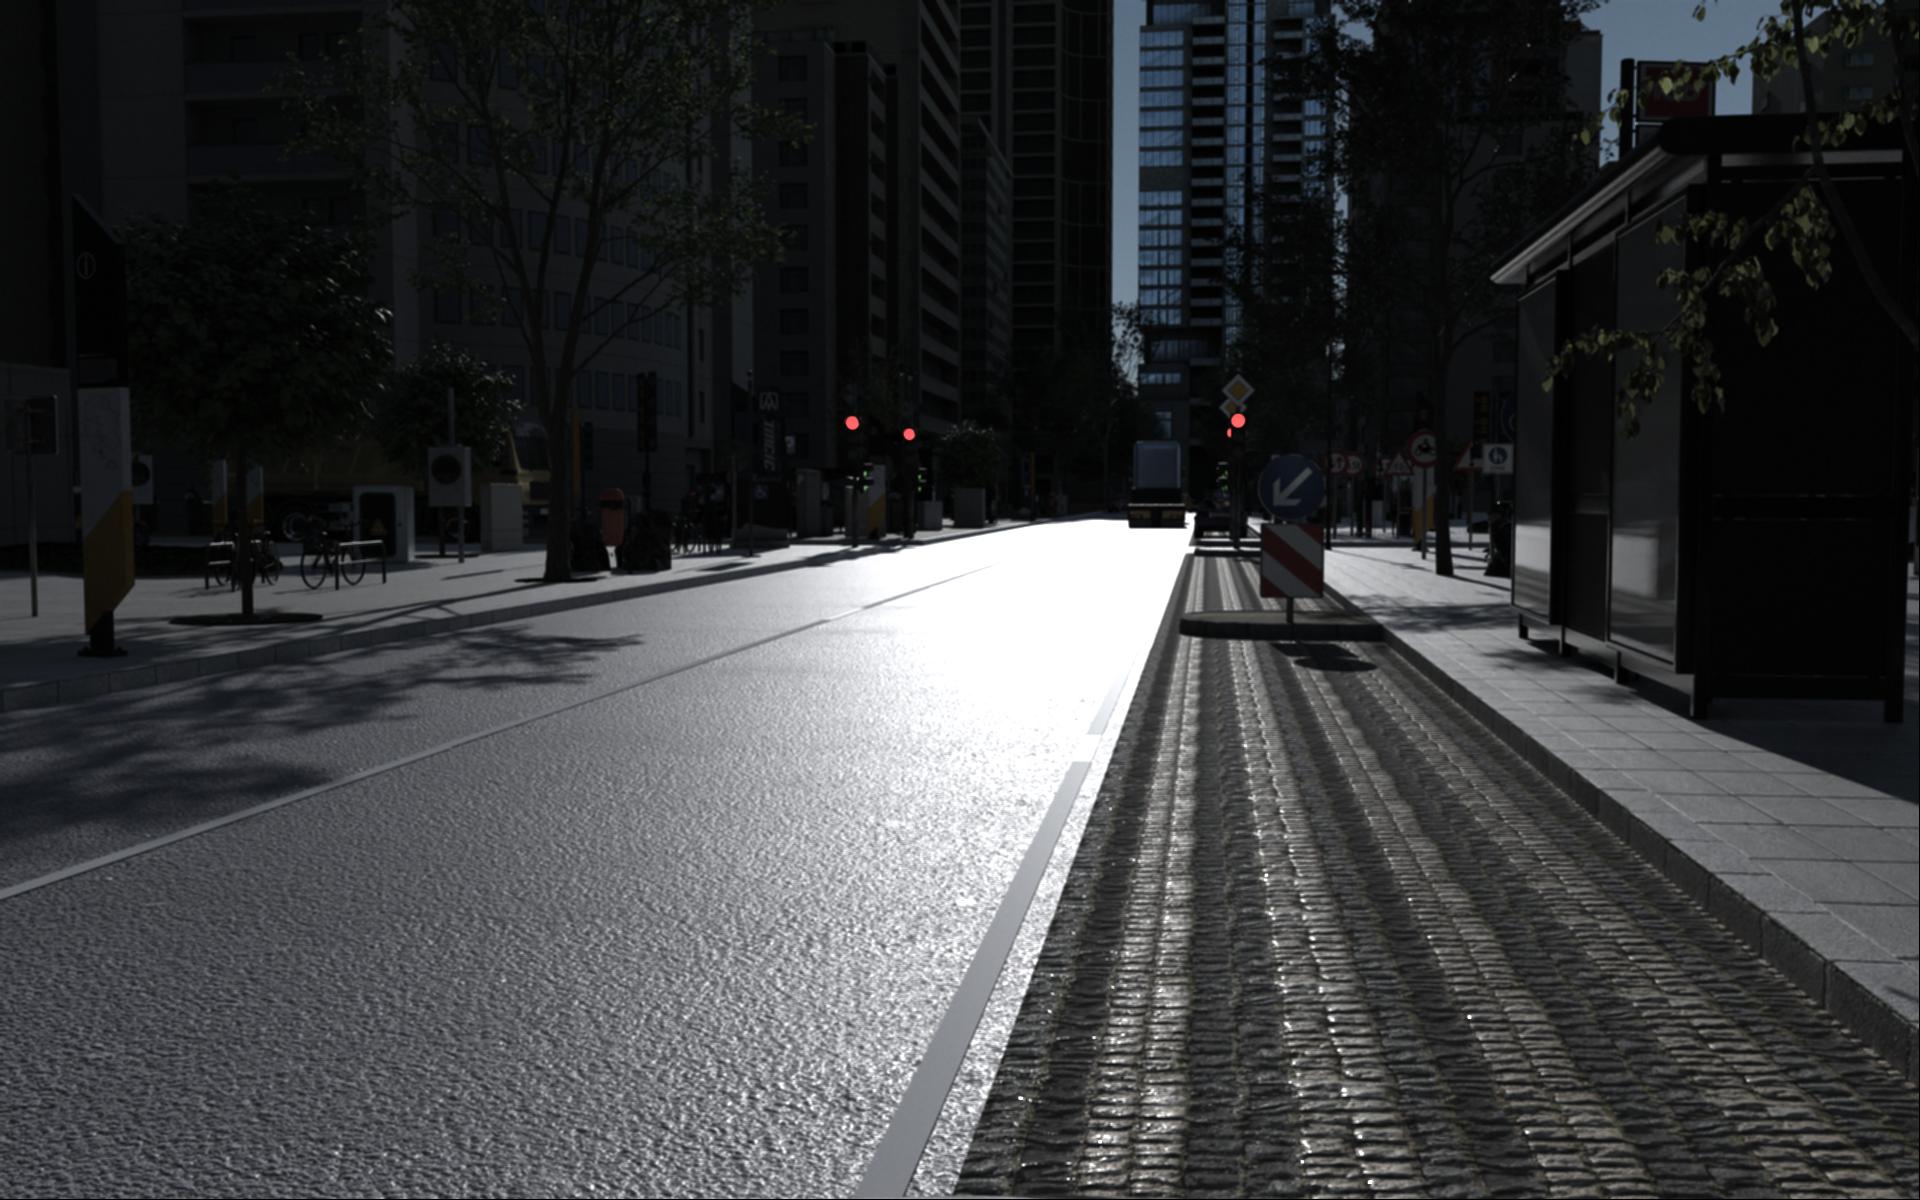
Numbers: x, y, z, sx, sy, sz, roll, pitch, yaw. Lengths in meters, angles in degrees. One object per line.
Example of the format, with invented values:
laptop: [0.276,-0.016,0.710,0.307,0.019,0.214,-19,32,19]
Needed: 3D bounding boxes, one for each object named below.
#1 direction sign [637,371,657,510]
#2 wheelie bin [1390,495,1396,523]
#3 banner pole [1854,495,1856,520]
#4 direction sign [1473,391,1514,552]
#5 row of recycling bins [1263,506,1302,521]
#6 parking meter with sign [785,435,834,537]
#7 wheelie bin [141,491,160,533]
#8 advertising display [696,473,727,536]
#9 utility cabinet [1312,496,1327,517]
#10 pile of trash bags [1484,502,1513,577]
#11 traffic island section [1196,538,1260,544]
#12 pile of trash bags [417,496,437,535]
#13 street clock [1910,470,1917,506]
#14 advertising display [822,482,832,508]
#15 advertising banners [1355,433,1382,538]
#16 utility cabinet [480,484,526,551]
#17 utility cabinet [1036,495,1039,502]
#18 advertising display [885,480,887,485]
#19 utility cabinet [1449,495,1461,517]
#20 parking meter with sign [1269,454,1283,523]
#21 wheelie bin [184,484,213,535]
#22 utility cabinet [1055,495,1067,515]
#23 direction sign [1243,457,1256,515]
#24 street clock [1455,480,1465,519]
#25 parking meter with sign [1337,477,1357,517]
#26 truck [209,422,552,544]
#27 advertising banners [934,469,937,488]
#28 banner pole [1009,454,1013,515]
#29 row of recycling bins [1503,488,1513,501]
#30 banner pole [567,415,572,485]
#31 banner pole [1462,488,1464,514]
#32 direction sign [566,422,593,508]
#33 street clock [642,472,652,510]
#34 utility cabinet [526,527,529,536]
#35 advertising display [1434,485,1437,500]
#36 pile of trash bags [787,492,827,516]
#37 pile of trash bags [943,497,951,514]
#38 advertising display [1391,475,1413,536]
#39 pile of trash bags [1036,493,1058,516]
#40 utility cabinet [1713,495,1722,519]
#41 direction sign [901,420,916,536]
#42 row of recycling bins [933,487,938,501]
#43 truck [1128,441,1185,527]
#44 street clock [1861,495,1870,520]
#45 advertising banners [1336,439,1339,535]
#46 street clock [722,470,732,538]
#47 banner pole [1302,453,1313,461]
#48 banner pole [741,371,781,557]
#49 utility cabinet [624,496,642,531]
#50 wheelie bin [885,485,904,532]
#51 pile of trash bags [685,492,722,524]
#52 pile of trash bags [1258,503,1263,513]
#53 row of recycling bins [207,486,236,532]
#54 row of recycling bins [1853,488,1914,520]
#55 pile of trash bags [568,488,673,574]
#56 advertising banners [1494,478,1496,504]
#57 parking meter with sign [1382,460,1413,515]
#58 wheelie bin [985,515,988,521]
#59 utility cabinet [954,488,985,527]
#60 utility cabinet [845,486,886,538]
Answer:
direction sign: [-5.829,-2.466,32.310,0.379,3.537,0.876,-2,4,-32]
wheelie bin: [19.293,-4.155,75.838,0.980,1.594,0.693,2,4,31]
banner pole: [24.721,-3.548,48.031,0.863,3.779,0.401,-2,4,-25]
direction sign: [11.737,-2.823,38.152,0.876,3.537,0.379,0,4,6]
row of recycling bins: [15.511,-4.650,83.145,1.069,1.692,3.534,-1,4,-10]
parking meter with sign: [-4.550,-3.426,52.280,0.543,3.016,1.738,3,4,38]
wheelie bin: [-27.138,-3.055,57.861,0.693,1.594,0.980,-1,4,-19]
advertising display: [-7.700,-2.960,53.607,0.974,1.923,0.123,1,4,14]
utility cabinet: [16.785,-4.255,80.733,0.306,1.237,1.020,3,5,42]
pile of trash bags: [9.069,-1.047,26.864,1.912,1.369,3.447,2,4,25]
traffic island section: [7.626,-1.600,48.442,2.009,0.180,2.903,0,4,8]
pile of trash bags: [-16.768,-2.785,55.288,3.447,1.369,1.912,2,4,28]
street clock: [29.135,-2.949,52.794,0.358,2.002,0.471,0,4,4]
advertising display: [-7.279,-5.471,94.657,0.123,1.923,0.974,-2,4,-33]
advertising banners: [12.028,-3.350,50.954,0.090,3.025,2.074,0,4,-6]
utility cabinet: [-10.240,-1.834,38.657,0.318,1.500,1.173,1,4,21]
utility cabinet: [4.663,-6.200,112.535,0.306,1.237,1.020,3,5,42]
advertising display: [-2.672,-3.441,61.479,0.123,1.923,0.974,0,4,-5]
utility cabinet: [27.852,-5.279,97.479,0.306,1.237,1.020,0,4,-8]
parking meter with sign: [13.716,-4.809,74.893,0.543,3.016,1.738,0,4,5]
wheelie bin: [-23.966,-2.851,54.527,0.693,1.594,0.980,1,4,15]
utility cabinet: [5.976,-5.739,104.997,1.020,1.237,0.306,0,4,-3]
direction sign: [17.619,-6.936,105.399,0.876,3.537,0.379,3,5,44]
street clock: [25.567,-5.142,88.636,0.471,2.002,0.358,1,4,10]
parking meter with sign: [21.250,-6.085,95.752,0.543,3.016,1.738,-3,5,-39]
truck: [-15.141,-3.114,46.835,9.791,3.379,3.469,1,4,8]
advertising banners: [-1.998,-7.587,120.236,0.090,3.025,2.074,-2,4,-25]
banner pole: [3.237,-7.256,108.660,0.401,3.779,0.863,-2,4,-24]
row of recycling bins: [37.765,-6.670,116.174,3.534,1.692,1.069,-2,4,-35]
banner pole: [-12.256,-3.919,54.086,0.863,3.779,0.401,2,4,27]
banner pole: [32.202,-7.372,110.553,0.401,3.779,0.863,2,4,31]
direction sign: [-11.925,-3.843,54.822,0.876,3.537,0.379,2,4,35]
street clock: [-10.336,-3.218,57.188,0.358,2.002,0.471,0,4,-3]
utility cabinet: [-13.525,-2.644,51.906,1.173,1.500,0.318,1,4,18]
advertising display: [30.498,-6.419,110.161,0.123,1.923,0.974,-3,5,-41]
pile of trash bags: [-6.936,-4.023,75.536,1.912,1.369,3.447,-1,4,-23]
pile of trash bags: [0.412,-6.057,108.779,1.912,1.369,3.447,-2,4,-30]
advertising display: [13.605,-2.915,52.873,0.123,1.923,0.974,-3,5,-44]
pile of trash bags: [4.903,-5.678,102.590,1.912,1.369,3.447,-1,4,-18]
utility cabinet: [38.668,-4.729,88.473,1.020,1.237,0.306,3,4,36]
direction sign: [-1.594,-3.764,53.533,0.379,3.537,0.876,2,4,27]
row of recycling bins: [-2.276,-5.046,89.622,1.069,1.692,3.534,-2,4,-34]
truck: [9.378,-5.678,82.601,2.967,4.110,18.799,0,4,6]
street clock: [29.197,-3.137,55.864,0.358,2.002,0.471,0,4,0]
advertising banners: [11.881,-3.578,54.692,0.090,3.025,2.074,1,4,10]
street clock: [-6.693,-2.813,50.558,0.471,2.002,0.358,-3,5,-41]
banner pole: [21.216,-7.103,106.145,0.863,3.779,0.401,0,4,-8]
banner pole: [-4.032,-2.766,35.236,0.863,3.779,0.401,0,4,-1]
utility cabinet: [-11.667,-3.040,60.869,1.020,1.237,0.306,2,4,30]
wheelie bin: [-2.309,-3.105,58.679,0.693,1.594,0.980,-3,5,-44]
pile of trash bags: [-10.843,-4.037,75.758,1.912,1.369,3.447,2,4,29]
pile of trash bags: [21.796,-6.634,118.217,1.912,1.369,3.447,-1,4,-16]
row of recycling bins: [-25.726,-3.252,60.280,1.069,1.692,3.534,-2,4,-35]
row of recycling bins: [40.582,-4.219,76.090,1.069,1.692,3.534,0,4,-5]
pile of trash bags: [-5.774,-1.179,29.034,1.912,1.369,3.447,-1,4,-11]
advertising banners: [24.253,-5.042,78.627,0.090,3.025,2.074,1,4,12]
parking meter with sign: [22.214,-5.625,88.222,1.738,3.016,0.543,-2,4,-29]
wheelie bin: [0.931,-4.632,83.637,0.693,1.594,0.980,1,4,23]
utility cabinet: [0.369,-3.554,66.787,1.173,1.500,0.318,1,4,16]
utility cabinet: [-2.749,-2.555,50.453,1.173,1.500,0.318,-2,4,-24]
